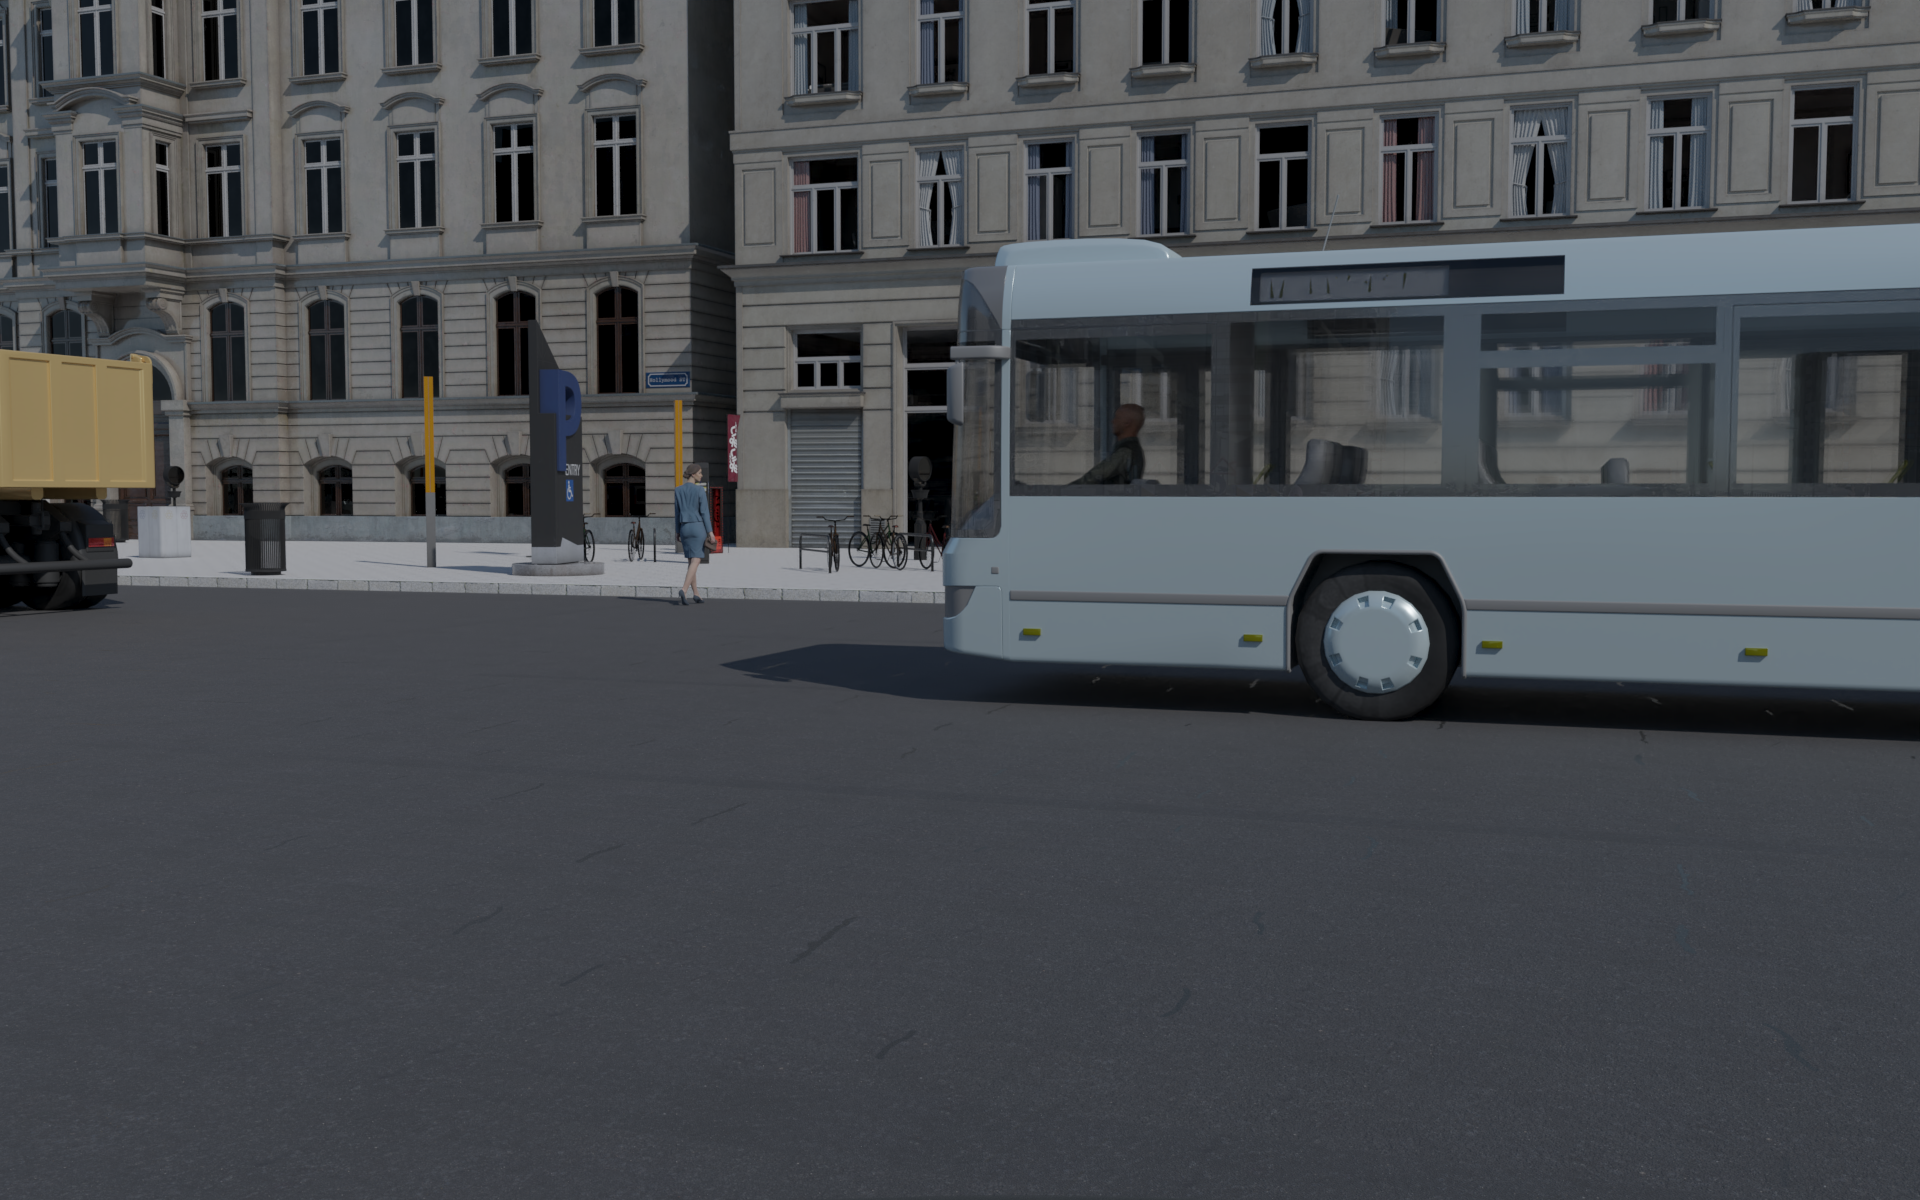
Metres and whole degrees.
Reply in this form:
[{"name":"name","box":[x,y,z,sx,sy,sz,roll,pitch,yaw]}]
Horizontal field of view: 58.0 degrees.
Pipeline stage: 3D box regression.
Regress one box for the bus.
[{"name":"bus","box":[5.664,-0.986,10.984,13.247,3.499,2.948,1,4,19]}]

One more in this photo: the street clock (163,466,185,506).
[{"name":"street clock","box":[-20.206,-2.446,44.557,0.358,2.002,0.471,2,4,32]}]

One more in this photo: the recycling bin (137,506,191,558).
[{"name":"recycling bin","box":[-16.071,-1.372,34.991,0.722,1.027,0.722,2,4,27]}]

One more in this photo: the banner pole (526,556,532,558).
[{"name":"banner pole","box":[-8.488,-2.767,35.254,0.401,3.779,0.863,2,4,33]}]

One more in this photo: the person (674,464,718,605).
[{"name":"person","box":[-3.502,-0.852,22.461,0.581,1.822,0.654,3,4,36]}]

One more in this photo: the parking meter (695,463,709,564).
[{"name":"parking meter","box":[-4.758,-1.602,31.897,0.255,1.863,0.399,0,4,-6]}]

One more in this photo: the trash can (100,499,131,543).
[{"name":"trash can","box":[-22.283,-2.083,45.708,0.748,1.137,0.748,0,3,0]}]

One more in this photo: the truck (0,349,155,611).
[{"name":"truck","box":[-14.886,-1.580,21.753,9.791,3.379,3.469,1,4,18]}]

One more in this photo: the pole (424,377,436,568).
[{"name":"pole","box":[-9.244,-2.224,30.202,0.158,3.312,0.155,0,3,0]}]

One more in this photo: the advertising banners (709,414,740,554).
[{"name":"advertising banners","box":[-5.269,-2.510,37.223,0.090,3.025,2.074,2,4,26]}]

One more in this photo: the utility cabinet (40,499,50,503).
[{"name":"utility cabinet","box":[-16.575,-1.322,30.295,1.173,1.500,0.318,-2,4,-30]}]

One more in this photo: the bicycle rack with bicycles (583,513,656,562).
[{"name":"bicycle rack with bicycles","box":[-6.856,-1.202,33.036,2.852,0.926,2.925,-1,4,-9]}]

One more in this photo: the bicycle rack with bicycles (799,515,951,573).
[{"name":"bicycle rack with bicycles","box":[-1.526,-0.975,29.327,2.852,0.926,2.925,-1,4,-20]}]

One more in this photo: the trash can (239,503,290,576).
[{"name":"trash can","box":[-10.997,-0.964,27.413,0.748,1.137,0.748,0,3,0]}]

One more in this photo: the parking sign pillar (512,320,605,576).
[{"name":"parking sign pillar","box":[-6.414,-2.390,27.547,1.447,3.967,1.447,0,4,6]}]

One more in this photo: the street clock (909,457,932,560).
[{"name":"street clock","box":[-0.772,-1.775,33.587,0.358,2.002,0.471,2,4,32]}]

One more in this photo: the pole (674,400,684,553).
[{"name":"pole","box":[-6.130,-2.684,37.732,0.158,3.312,0.155,0,3,0]}]

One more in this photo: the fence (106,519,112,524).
[{"name":"fence","box":[-21.504,-1.624,41.929,2.069,0.683,0.278,0,4,3]}]

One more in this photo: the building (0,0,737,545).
[{"name":"building","box":[-20.868,-14.299,52.875,34.723,24.649,14.460,1,4,19]}]

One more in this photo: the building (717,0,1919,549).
[{"name":"building","box":[10.474,-12.823,42.932,30.059,22.955,16.112,1,4,19]}]
